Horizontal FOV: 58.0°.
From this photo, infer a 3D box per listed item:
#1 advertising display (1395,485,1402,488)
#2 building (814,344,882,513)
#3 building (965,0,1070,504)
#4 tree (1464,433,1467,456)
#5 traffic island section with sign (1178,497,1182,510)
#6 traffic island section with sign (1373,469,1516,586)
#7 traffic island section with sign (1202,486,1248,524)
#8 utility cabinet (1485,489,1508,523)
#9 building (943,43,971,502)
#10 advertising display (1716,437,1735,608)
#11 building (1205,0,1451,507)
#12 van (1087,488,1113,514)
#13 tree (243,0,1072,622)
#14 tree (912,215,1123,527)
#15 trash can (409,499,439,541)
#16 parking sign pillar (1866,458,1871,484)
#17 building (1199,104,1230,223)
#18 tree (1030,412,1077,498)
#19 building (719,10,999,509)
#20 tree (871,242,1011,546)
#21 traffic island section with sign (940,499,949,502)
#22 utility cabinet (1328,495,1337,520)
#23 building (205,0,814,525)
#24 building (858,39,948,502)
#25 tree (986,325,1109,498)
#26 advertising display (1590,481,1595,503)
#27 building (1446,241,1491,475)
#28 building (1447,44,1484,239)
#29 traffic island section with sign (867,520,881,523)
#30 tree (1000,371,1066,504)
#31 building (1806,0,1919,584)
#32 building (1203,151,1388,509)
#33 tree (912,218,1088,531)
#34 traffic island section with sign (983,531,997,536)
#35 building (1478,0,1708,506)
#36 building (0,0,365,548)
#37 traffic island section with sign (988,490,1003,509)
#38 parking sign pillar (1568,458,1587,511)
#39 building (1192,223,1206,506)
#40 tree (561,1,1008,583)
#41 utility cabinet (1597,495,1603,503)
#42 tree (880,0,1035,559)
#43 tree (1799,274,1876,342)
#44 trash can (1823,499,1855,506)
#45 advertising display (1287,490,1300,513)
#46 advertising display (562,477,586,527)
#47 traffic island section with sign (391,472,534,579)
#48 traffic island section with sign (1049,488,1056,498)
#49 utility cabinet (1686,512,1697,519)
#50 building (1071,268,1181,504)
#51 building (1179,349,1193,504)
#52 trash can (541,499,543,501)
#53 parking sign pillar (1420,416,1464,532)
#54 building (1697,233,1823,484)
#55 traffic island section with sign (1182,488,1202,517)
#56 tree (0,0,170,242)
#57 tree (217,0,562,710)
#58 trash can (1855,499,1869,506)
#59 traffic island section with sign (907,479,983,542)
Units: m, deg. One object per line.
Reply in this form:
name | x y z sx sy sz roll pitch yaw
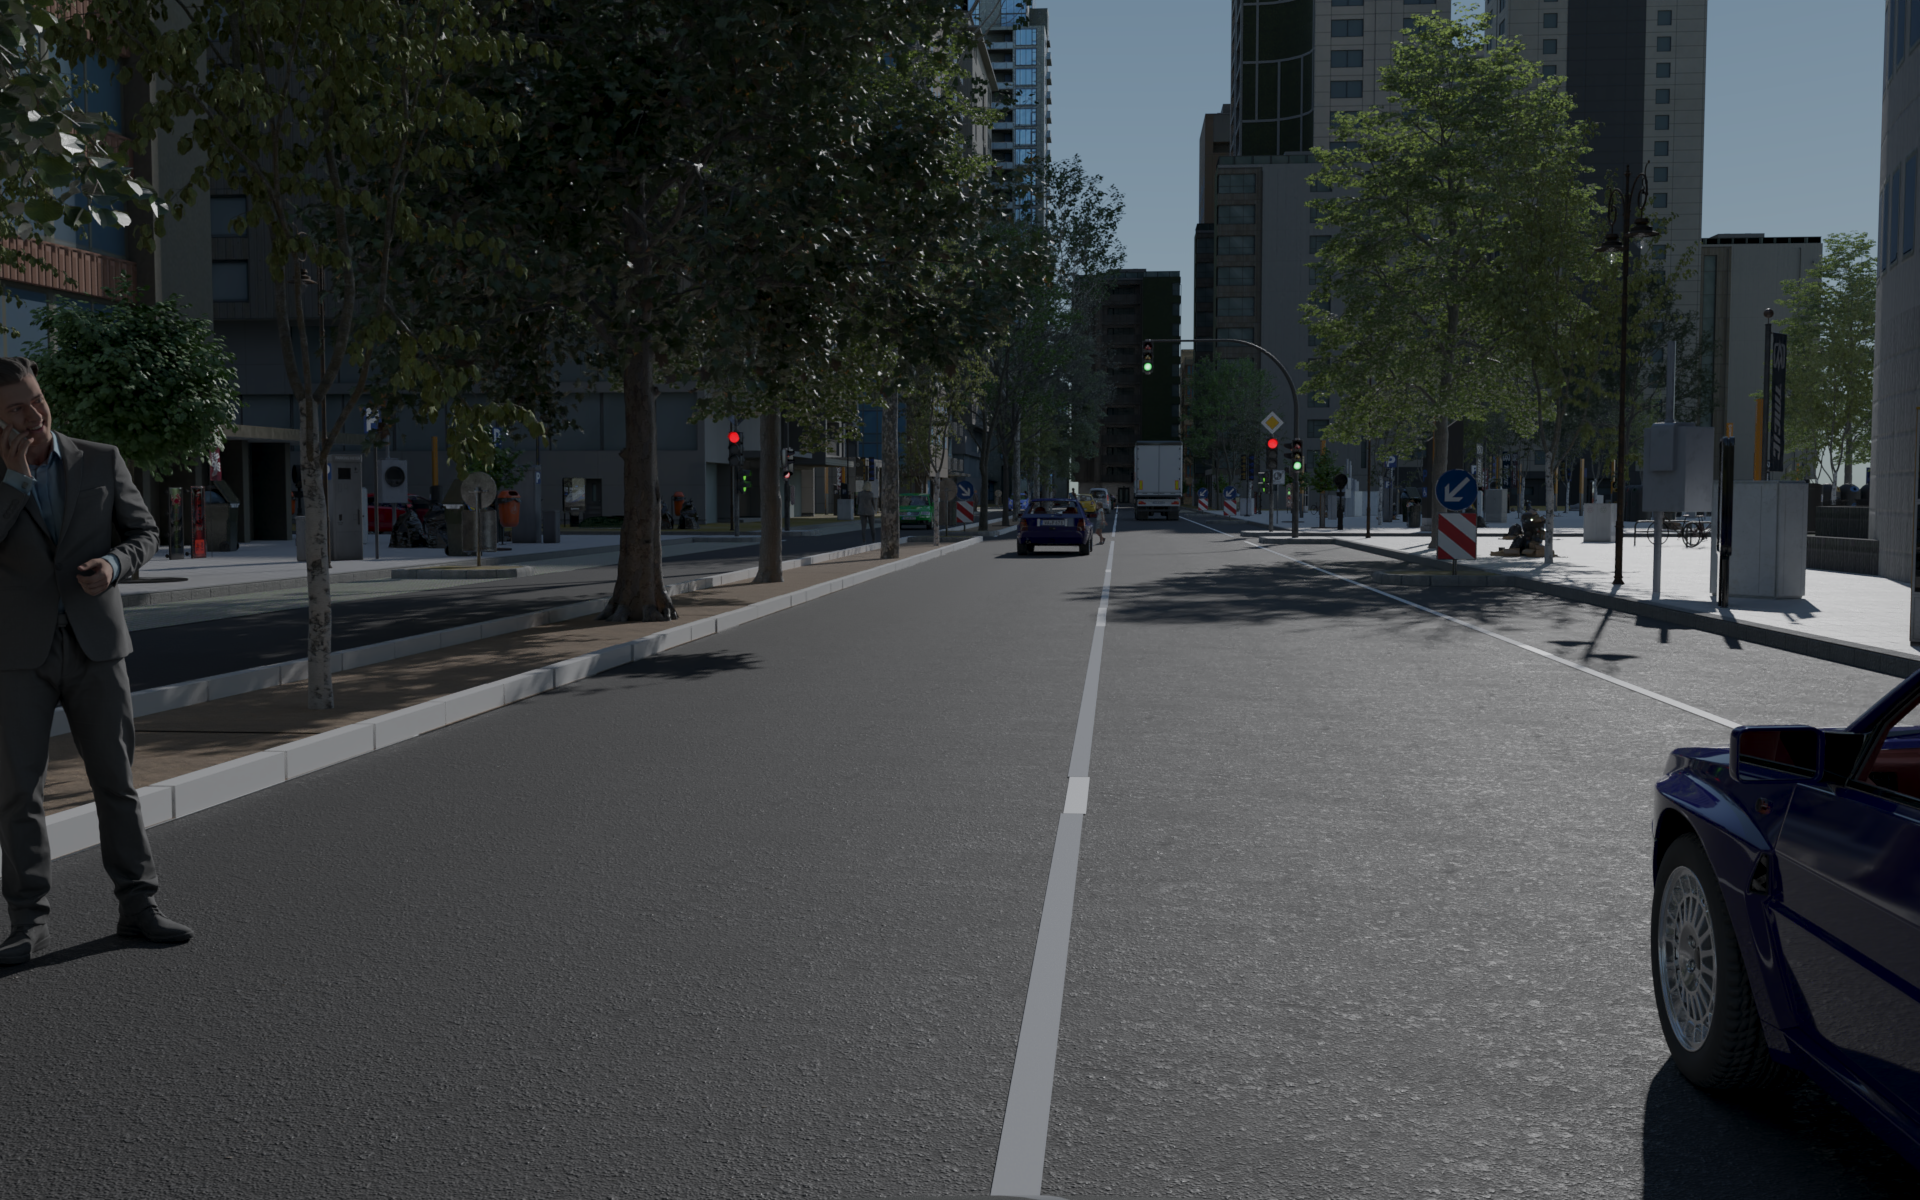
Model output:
advertising display | 32.915 -7.657 130.401 0.123 1.923 0.974 -1 4 -20
building | -15.956 -41.923 123.695 20.563 71.187 20.611 0 4 5
building | -0.940 -56.096 229.843 31.000 86.520 22.319 0 4 5
tree | 24.899 -8.674 92.188 4.360 8.622 3.978 0 3 0
traffic island section with sign | 19.929 -9.267 160.150 1.989 1.847 2.006 0 4 5
traffic island section with sign | 7.754 -1.182 27.961 1.989 1.847 2.006 0 4 5
traffic island section with sign | 12.883 -4.589 83.662 1.989 1.847 2.006 0 4 5
utility cabinet | 23.743 -4.161 76.710 0.318 1.500 1.173 -1 4 -18
building | -11.502 -33.444 166.415 23.786 49.044 30.456 0 4 5
advertising display | 8.776 -0.897 19.876 0.123 1.923 0.974 1 4 21
building | 34.639 -44.531 166.330 20.563 71.187 20.611 0 4 5
van | 10.230 -7.356 127.280 2.013 2.044 4.112 0 4 7
tree | -3.622 -6.117 19.476 9.611 12.733 9.660 0 3 0
tree | 2.033 -9.976 75.929 12.009 13.543 11.850 0 3 0
trash can | -14.250 -2.106 46.081 0.748 1.137 0.748 0 3 0
parking sign pillar | 65.744 -8.333 124.714 1.447 3.967 1.447 0 4 3
building | 34.644 -33.586 199.247 14.600 45.320 14.200 0 4 5
tree | 6.639 -10.645 126.872 4.360 8.622 3.978 0 3 0
building | -10.345 -37.148 196.605 27.495 52.752 28.713 0 4 5
tree | -0.642 -5.791 47.497 4.360 8.622 3.978 0 3 0
traffic island section with sign | -0.979 -6.304 111.692 1.989 1.847 2.006 0 4 5
utility cabinet | 18.730 -4.643 87.071 0.306 1.237 1.020 0 4 2
building | -20.545 -30.260 83.983 28.713 52.752 27.495 0 4 5
building | -8.591 -30.178 143.526 14.600 45.320 14.200 0 4 5
tree | 5.860 -12.871 119.555 9.857 13.997 8.962 0 3 0
advertising display | 30.395 -4.776 83.296 0.123 1.923 0.974 2 4 25
building | 52.010 -26.105 198.521 14.107 30.474 14.160 0 4 5
building | 73.269 -41.646 222.909 28.212 58.520 21.231 0 4 5
traffic island section with sign | -3.450 -4.662 84.850 1.989 1.847 2.006 0 4 5
tree | 4.040 -8.985 99.731 4.737 8.622 4.395 0 3 0
building | 23.530 -29.187 19.209 21.231 58.520 28.212 0 4 5
building | 28.938 -23.148 150.176 14.160 30.474 14.107 0 4 5
tree | 0.970 -8.335 64.485 9.928 11.665 9.643 0 3 0
traffic island section with sign | 0.220 -3.137 59.434 2.006 1.907 1.989 0 4 5
building | 69.090 -46.190 193.456 20.611 71.187 20.563 0 4 5
building | -32.629 -23.558 39.806 28.867 44.769 22.147 0 4 5
traffic island section with sign | 3.627 -9.359 161.655 1.989 1.847 2.006 0 4 5
parking sign pillar | 46.478 -8.664 130.135 1.447 3.967 1.447 -1 4 -21
building | 31.987 -25.323 185.732 14.160 30.474 14.107 0 4 5
tree | -3.142 -6.576 28.105 7.486 12.596 7.792 0 3 0
utility cabinet | 44.191 -6.663 120.109 1.020 1.237 0.306 -2 4 -35
tree | -2.682 -11.032 38.726 12.611 20.169 13.585 0 3 0
tree | 29.745 -6.642 58.951 4.737 8.622 4.395 0 3 0
trash can | 20.847 -1.825 41.492 0.748 1.137 0.748 0 3 0
advertising display | 22.063 -6.687 114.546 0.974 1.923 0.123 -1 4 -10
advertising display | -14.988 -3.797 67.289 0.974 1.923 0.123 -3 5 -43
traffic island section with sign | -8.507 -1.307 29.995 1.989 1.847 2.006 0 4 5
traffic island section with sign | 7.098 -7.714 134.258 2.006 1.907 1.989 0 4 5
utility cabinet | 38.203 -4.891 91.132 1.020 1.237 0.306 3 5 41
building | 21.462 -27.731 225.102 14.107 30.474 14.160 0 4 5
building | 43.935 -23.588 230.710 28.899 21.520 27.650 0 4 5
trash can | -12.220 -2.300 49.254 0.748 1.137 0.748 0 3 0
parking sign pillar | 16.631 -4.355 59.675 1.447 3.967 1.447 -1 4 -10
building | 87.327 -25.947 195.927 14.107 30.474 14.160 0 4 5
traffic island section with sign | 15.361 -6.231 110.503 1.989 1.847 2.006 0 4 5
tree | -4.859 -5.773 3.495 9.857 13.997 8.962 0 3 0
tree | -4.230 -3.559 11.014 4.737 8.622 4.395 0 3 0
trash can | 26.010 -2.323 49.637 0.748 1.137 0.748 0 3 0
traffic island section with sign | -0.469 -2.686 52.058 2.006 1.907 1.989 0 4 5
